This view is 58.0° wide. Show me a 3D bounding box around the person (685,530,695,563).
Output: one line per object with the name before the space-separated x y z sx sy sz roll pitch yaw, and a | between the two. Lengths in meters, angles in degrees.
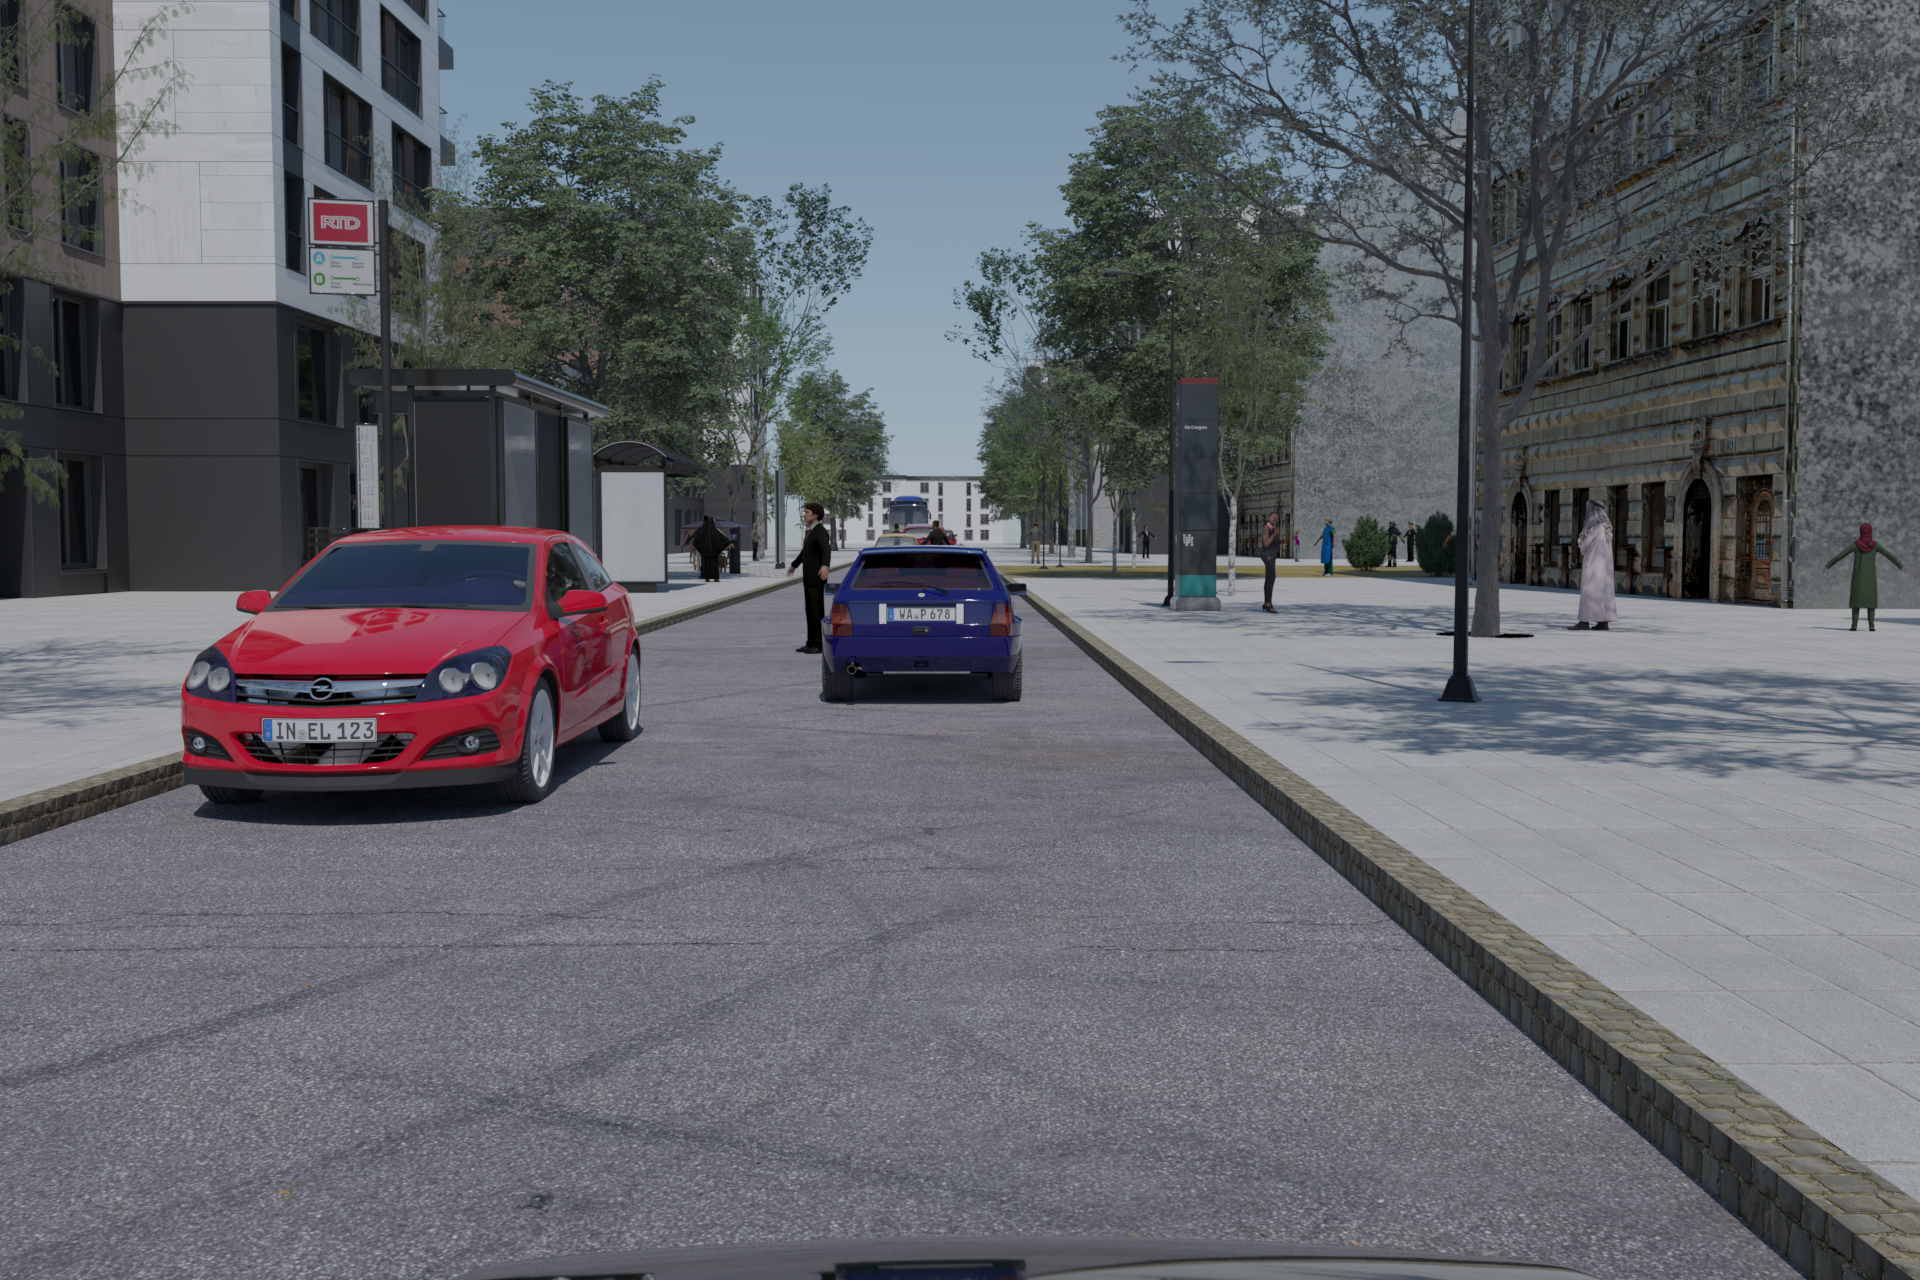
person | -11.582 -4.201 75.496 1.217 1.733 0.721 3 5 39

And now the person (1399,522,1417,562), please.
person | 20.651 -4.499 79.498 0.705 1.837 1.347 -1 4 -22

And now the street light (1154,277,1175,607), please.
street light | 4.287 -3.552 30.619 1.470 5.913 1.316 0 4 -1

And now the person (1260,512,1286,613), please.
person | 5.108 -1.265 28.195 0.415 1.643 0.593 -1 4 -19

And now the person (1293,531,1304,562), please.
person | 15.567 -4.305 79.649 0.599 1.433 0.991 -1 4 -15

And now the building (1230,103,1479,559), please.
building | 25.879 -16.209 95.945 19.493 23.208 18.063 0 4 -1

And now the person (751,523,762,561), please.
person | -9.701 -4.658 82.292 0.705 1.813 1.348 1 4 10

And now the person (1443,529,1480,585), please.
person | 12.739 -2.259 43.710 1.217 1.739 0.721 3 5 43

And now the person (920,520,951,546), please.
person | -0.653 -2.266 45.738 1.346 1.802 0.704 -3 5 -43

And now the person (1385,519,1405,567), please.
person | 16.640 -3.730 66.761 0.705 1.856 1.354 -3 4 -36

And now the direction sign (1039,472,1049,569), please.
direction sign | 3.066 -4.363 63.334 0.379 3.537 0.876 0 4 0

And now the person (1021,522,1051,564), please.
person | 3.260 -4.178 74.580 1.348 1.796 0.705 1 4 12

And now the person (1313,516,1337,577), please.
person | 11.104 -2.830 52.400 0.704 1.817 1.347 -1 4 -16

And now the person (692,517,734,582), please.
person | -6.595 -2.407 46.145 1.214 1.737 0.721 1 4 17

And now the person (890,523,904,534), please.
person | -2.251 -3.220 61.241 1.346 1.812 0.704 -1 4 -16

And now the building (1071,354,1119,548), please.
building | 20.864 -19.089 178.560 16.747 18.905 31.486 0 4 0

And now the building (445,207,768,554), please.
building | -29.332 -17.184 124.929 27.936 21.610 32.646 0 4 -1

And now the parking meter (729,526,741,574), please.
parking meter | -7.262 -2.900 55.827 0.372 1.533 0.369 0 3 0

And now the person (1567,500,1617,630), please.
person | 8.464 -1.004 23.120 0.621 1.740 0.551 2 4 25

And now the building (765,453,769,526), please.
building | -24.617 -14.665 181.916 9.099 9.664 28.070 0 4 -1

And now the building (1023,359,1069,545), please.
building | 21.772 -22.927 218.823 27.936 21.610 32.646 0 3 0

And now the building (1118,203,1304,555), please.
building | 25.032 -17.103 123.602 27.936 21.610 32.646 0 4 -1

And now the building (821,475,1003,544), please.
building | -7.752 -18.437 246.040 28.070 9.664 9.099 0 4 -3

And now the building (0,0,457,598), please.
building | -28.978 -11.724 35.659 27.936 21.610 32.646 0 3 0

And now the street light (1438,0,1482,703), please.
street light | 4.392 -2.484 13.157 1.470 5.913 1.316 0 4 0

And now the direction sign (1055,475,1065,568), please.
direction sign | 3.841 -4.549 66.377 0.379 3.537 0.876 0 4 -2

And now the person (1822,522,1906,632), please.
person | 11.945 -0.836 22.885 0.989 1.438 0.599 2 4 23

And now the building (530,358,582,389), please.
building | -24.220 -9.238 93.181 9.099 9.664 28.070 0 4 0

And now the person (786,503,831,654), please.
person | -1.779 -0.746 20.838 0.705 1.806 1.347 -2 4 -23

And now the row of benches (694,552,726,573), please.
row of benches | -8.536 -2.668 59.078 1.422 0.672 4.104 -1 4 -15

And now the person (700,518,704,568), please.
person | -7.739 -2.871 52.903 1.349 1.833 0.705 3 5 42

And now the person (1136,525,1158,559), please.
person | 9.620 -5.045 89.204 1.216 1.740 0.721 -1 4 -22

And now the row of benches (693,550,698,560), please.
row of benches | -10.336 -3.314 69.654 1.422 0.672 4.104 -1 4 -11

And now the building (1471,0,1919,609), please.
building | 23.362 -12.661 37.941 19.493 23.208 18.063 0 4 0

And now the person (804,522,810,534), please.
person | -5.347 -3.390 61.898 0.721 1.772 1.216 0 4 -7

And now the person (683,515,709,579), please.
person | -7.322 -2.682 49.919 1.348 1.821 0.705 -2 4 -30

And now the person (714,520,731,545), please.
person | -8.855 -3.430 61.937 1.347 1.847 0.705 -1 4 -16
